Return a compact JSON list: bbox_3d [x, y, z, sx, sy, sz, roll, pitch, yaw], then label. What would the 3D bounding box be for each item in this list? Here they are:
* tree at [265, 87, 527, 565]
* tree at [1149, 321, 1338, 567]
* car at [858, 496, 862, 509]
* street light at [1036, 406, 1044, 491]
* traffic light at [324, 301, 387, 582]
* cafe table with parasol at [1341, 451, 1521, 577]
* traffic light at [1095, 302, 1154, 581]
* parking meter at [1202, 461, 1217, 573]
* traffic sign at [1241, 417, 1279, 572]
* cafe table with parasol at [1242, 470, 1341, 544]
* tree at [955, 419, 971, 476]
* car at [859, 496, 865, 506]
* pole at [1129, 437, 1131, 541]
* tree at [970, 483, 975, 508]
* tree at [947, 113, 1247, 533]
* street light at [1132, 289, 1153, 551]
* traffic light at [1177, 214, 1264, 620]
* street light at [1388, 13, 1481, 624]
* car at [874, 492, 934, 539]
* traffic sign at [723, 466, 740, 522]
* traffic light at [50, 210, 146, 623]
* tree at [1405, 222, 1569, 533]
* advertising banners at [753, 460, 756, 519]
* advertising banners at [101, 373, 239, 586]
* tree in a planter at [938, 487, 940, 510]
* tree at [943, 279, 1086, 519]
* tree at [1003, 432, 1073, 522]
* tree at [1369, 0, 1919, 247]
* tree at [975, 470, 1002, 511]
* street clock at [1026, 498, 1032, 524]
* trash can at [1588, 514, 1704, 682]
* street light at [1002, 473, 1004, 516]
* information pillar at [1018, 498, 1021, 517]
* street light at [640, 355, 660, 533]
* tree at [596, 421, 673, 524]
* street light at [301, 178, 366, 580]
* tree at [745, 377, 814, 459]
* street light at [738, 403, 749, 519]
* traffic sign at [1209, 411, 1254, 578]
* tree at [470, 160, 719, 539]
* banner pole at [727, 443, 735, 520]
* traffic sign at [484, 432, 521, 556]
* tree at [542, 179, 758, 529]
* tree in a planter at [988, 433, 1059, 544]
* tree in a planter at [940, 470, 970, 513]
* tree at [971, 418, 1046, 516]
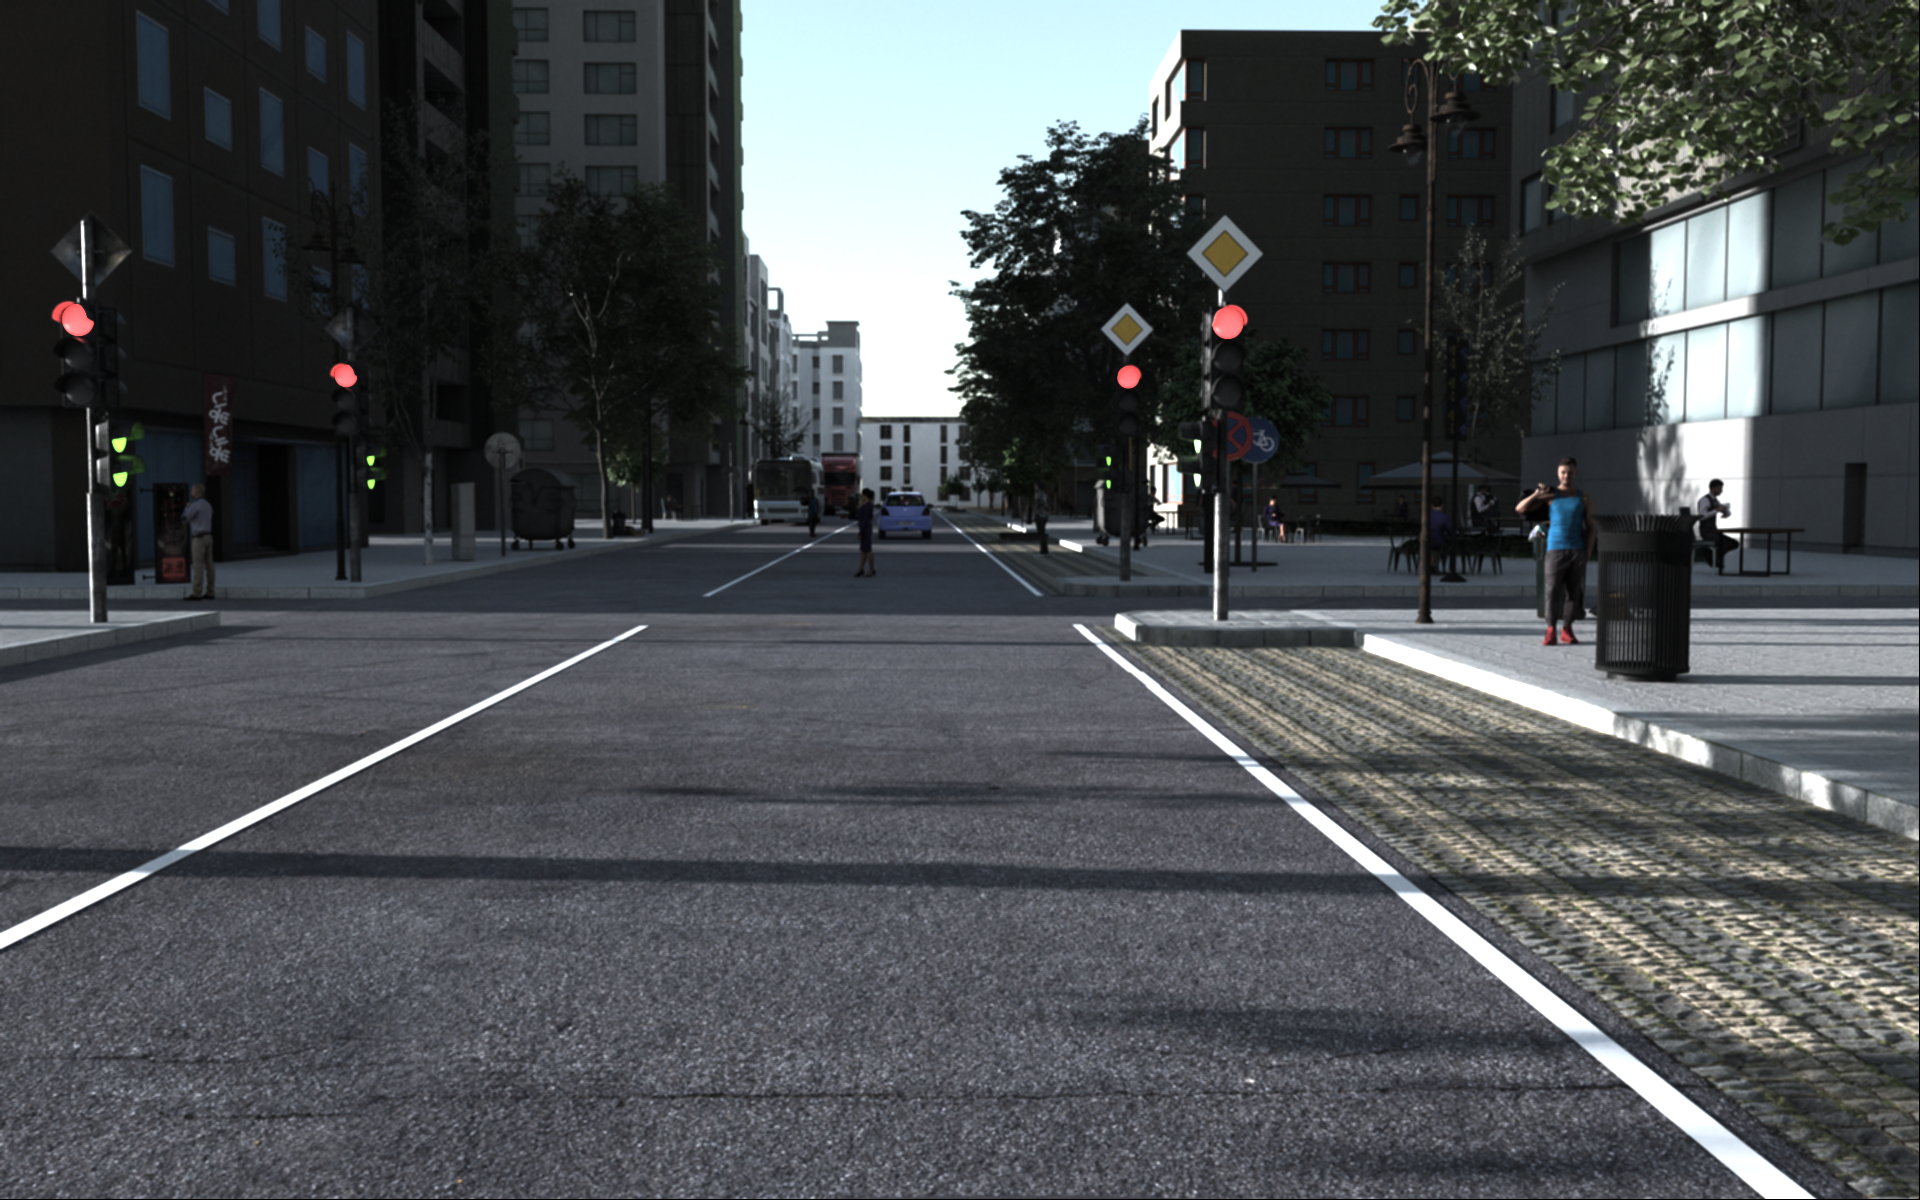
[{"bbox_3d":[-9.805,-4.934,31.031,4.360,8.622,3.978,0,3,0],"label":"tree"},{"bbox_3d":[5.035,-2.901,31.146,4.285,4.588,4.351,0,3,0],"label":"tree"},{"bbox_3d":[-9.926,-9.051,158.207,2.015,1.641,3.980,0,4,0],"label":"car"},{"bbox_3d":[3.318,-5.899,69.231,0.468,5.910,1.993,0,4,-2],"label":"street light"},{"bbox_3d":[-8.812,-2.219,25.201,0.839,4.253,0.868,0,4,-2],"label":"traffic light"},{"bbox_3d":[7.743,-1.395,27.675,2.610,1.966,2.610,0,4,-1],"label":"cafe table with parasol"},{"bbox_3d":[2.425,-2.238,25.516,0.839,4.253,0.868,0,4,-2],"label":"traffic light"},{"bbox_3d":[4.129,-1.367,28.057,0.399,1.863,0.255,1,4,13],"label":"parking meter"},{"bbox_3d":[4.865,-1.741,28.567,0.768,2.556,0.104,0,4,2],"label":"traffic sign"},{"bbox_3d":[8.630,-2.472,45.278,2.610,1.966,2.610,2,4,33],"label":"cafe table with parasol"},{"bbox_3d":[1.583,-12.160,149.175,4.737,8.622,4.395,0,3,0],"label":"tree"},{"bbox_3d":[-10.131,-9.750,168.454,2.155,1.783,4.494,0,4,-1],"label":"car"},{"bbox_3d":[4.516,-3.236,46.754,0.158,3.312,0.155,0,3,0],"label":"pole"},{"bbox_3d":[1.689,-10.078,159.373,1.663,3.219,1.824,0,3,0],"label":"tree"},{"bbox_3d":[4.660,-9.223,57.452,9.857,13.997,8.962,0,3,0],"label":"tree"},{"bbox_3d":[4.013,-4.062,39.197,0.468,5.910,1.993,0,4,-2],"label":"street light"},{"bbox_3d":[2.638,-1.750,17.534,0.839,4.253,0.868,0,4,-2],"label":"traffic light"},{"bbox_3d":[4.624,-2.708,17.059,0.468,5.910,1.993,0,4,-2],"label":"street light"},{"bbox_3d":[-1.813,-2.851,56.205,1.945,1.707,3.694,0,4,-3],"label":"car"},{"bbox_3d":[-10.371,-4.800,78.578,0.768,2.556,0.104,0,4,1],"label":"traffic sign"},{"bbox_3d":[-8.599,-1.731,17.219,0.839,4.253,0.868,0,4,-2],"label":"traffic light"},{"bbox_3d":[14.433,-5.968,47.942,4.360,8.622,3.978,0,3,0],"label":"tree"},{"bbox_3d":[-10.648,-5.717,89.668,0.090,3.025,2.074,0,4,-4],"label":"advertising banners"},{"bbox_3d":[-11.306,-1.746,24.728,2.074,3.025,0.090,-3,5,-43],"label":"advertising banners"},{"bbox_3d":[-0.985,-9.643,154.882,1.991,3.239,1.994,0,4,-2],"label":"tree in a planter"},{"bbox_3d":[3.008,-10.527,90.249,7.486,12.596,7.792,0,3,0],"label":"tree"},{"bbox_3d":[3.598,-5.949,80.974,4.285,4.588,4.351,0,3,0],"label":"tree"},{"bbox_3d":[6.052,-5.601,9.712,7.486,12.596,7.792,0,3,0],"label":"tree"},{"bbox_3d":[2.393,-8.194,128.578,1.663,3.219,1.824,0,3,0],"label":"tree"},{"bbox_3d":[2.938,-4.226,73.662,0.471,2.002,0.358,-2,4,-24],"label":"street clock"},{"bbox_3d":[4.730,-0.020,11.987,0.748,1.137,0.748,0,3,0],"label":"trash can"},{"bbox_3d":[2.474,-7.743,99.383,0.468,5.910,1.993,0,4,-2],"label":"street light"},{"bbox_3d":[3.147,-6.383,95.724,0.504,3.616,0.183,-3,5,-45],"label":"information pillar"},{"bbox_3d":[-10.144,-5.131,56.672,0.468,5.910,1.993,0,4,-2],"label":"street light"},{"bbox_3d":[-14.018,-5.569,74.765,4.285,4.588,4.351,0,3,0],"label":"tree"},{"bbox_3d":[-9.258,-3.239,25.745,0.468,5.910,1.993,0,4,-2],"label":"street light"},{"bbox_3d":[-11.522,-9.737,109.560,4.360,8.622,3.978,0,3,0],"label":"tree"},{"bbox_3d":[-10.976,-7.043,87.933,0.468,5.910,1.993,0,4,-2],"label":"street light"},{"bbox_3d":[4.107,-1.619,26.576,0.768,2.556,0.104,0,4,6],"label":"traffic sign"},{"bbox_3d":[-10.382,-7.018,49.165,7.601,10.594,8.767,0,4,-7],"label":"tree"},{"bbox_3d":[-11.243,-5.813,85.059,0.401,3.779,0.863,0,4,-7],"label":"banner pole"},{"bbox_3d":[-9.420,-2.175,35.666,0.768,2.556,0.104,0,4,3],"label":"traffic sign"},{"bbox_3d":[-11.216,-8.834,62.571,7.486,12.596,7.792,0,3,0],"label":"tree"},{"bbox_3d":[1.808,-3.240,50.191,1.991,3.239,1.994,0,4,-2],"label":"tree in a planter"},{"bbox_3d":[-0.265,-7.995,127.948,1.991,3.239,1.994,0,4,-2],"label":"tree in a planter"},{"bbox_3d":[3.303,-9.320,102.742,4.737,8.622,4.395,0,3,0],"label":"tree"}]
